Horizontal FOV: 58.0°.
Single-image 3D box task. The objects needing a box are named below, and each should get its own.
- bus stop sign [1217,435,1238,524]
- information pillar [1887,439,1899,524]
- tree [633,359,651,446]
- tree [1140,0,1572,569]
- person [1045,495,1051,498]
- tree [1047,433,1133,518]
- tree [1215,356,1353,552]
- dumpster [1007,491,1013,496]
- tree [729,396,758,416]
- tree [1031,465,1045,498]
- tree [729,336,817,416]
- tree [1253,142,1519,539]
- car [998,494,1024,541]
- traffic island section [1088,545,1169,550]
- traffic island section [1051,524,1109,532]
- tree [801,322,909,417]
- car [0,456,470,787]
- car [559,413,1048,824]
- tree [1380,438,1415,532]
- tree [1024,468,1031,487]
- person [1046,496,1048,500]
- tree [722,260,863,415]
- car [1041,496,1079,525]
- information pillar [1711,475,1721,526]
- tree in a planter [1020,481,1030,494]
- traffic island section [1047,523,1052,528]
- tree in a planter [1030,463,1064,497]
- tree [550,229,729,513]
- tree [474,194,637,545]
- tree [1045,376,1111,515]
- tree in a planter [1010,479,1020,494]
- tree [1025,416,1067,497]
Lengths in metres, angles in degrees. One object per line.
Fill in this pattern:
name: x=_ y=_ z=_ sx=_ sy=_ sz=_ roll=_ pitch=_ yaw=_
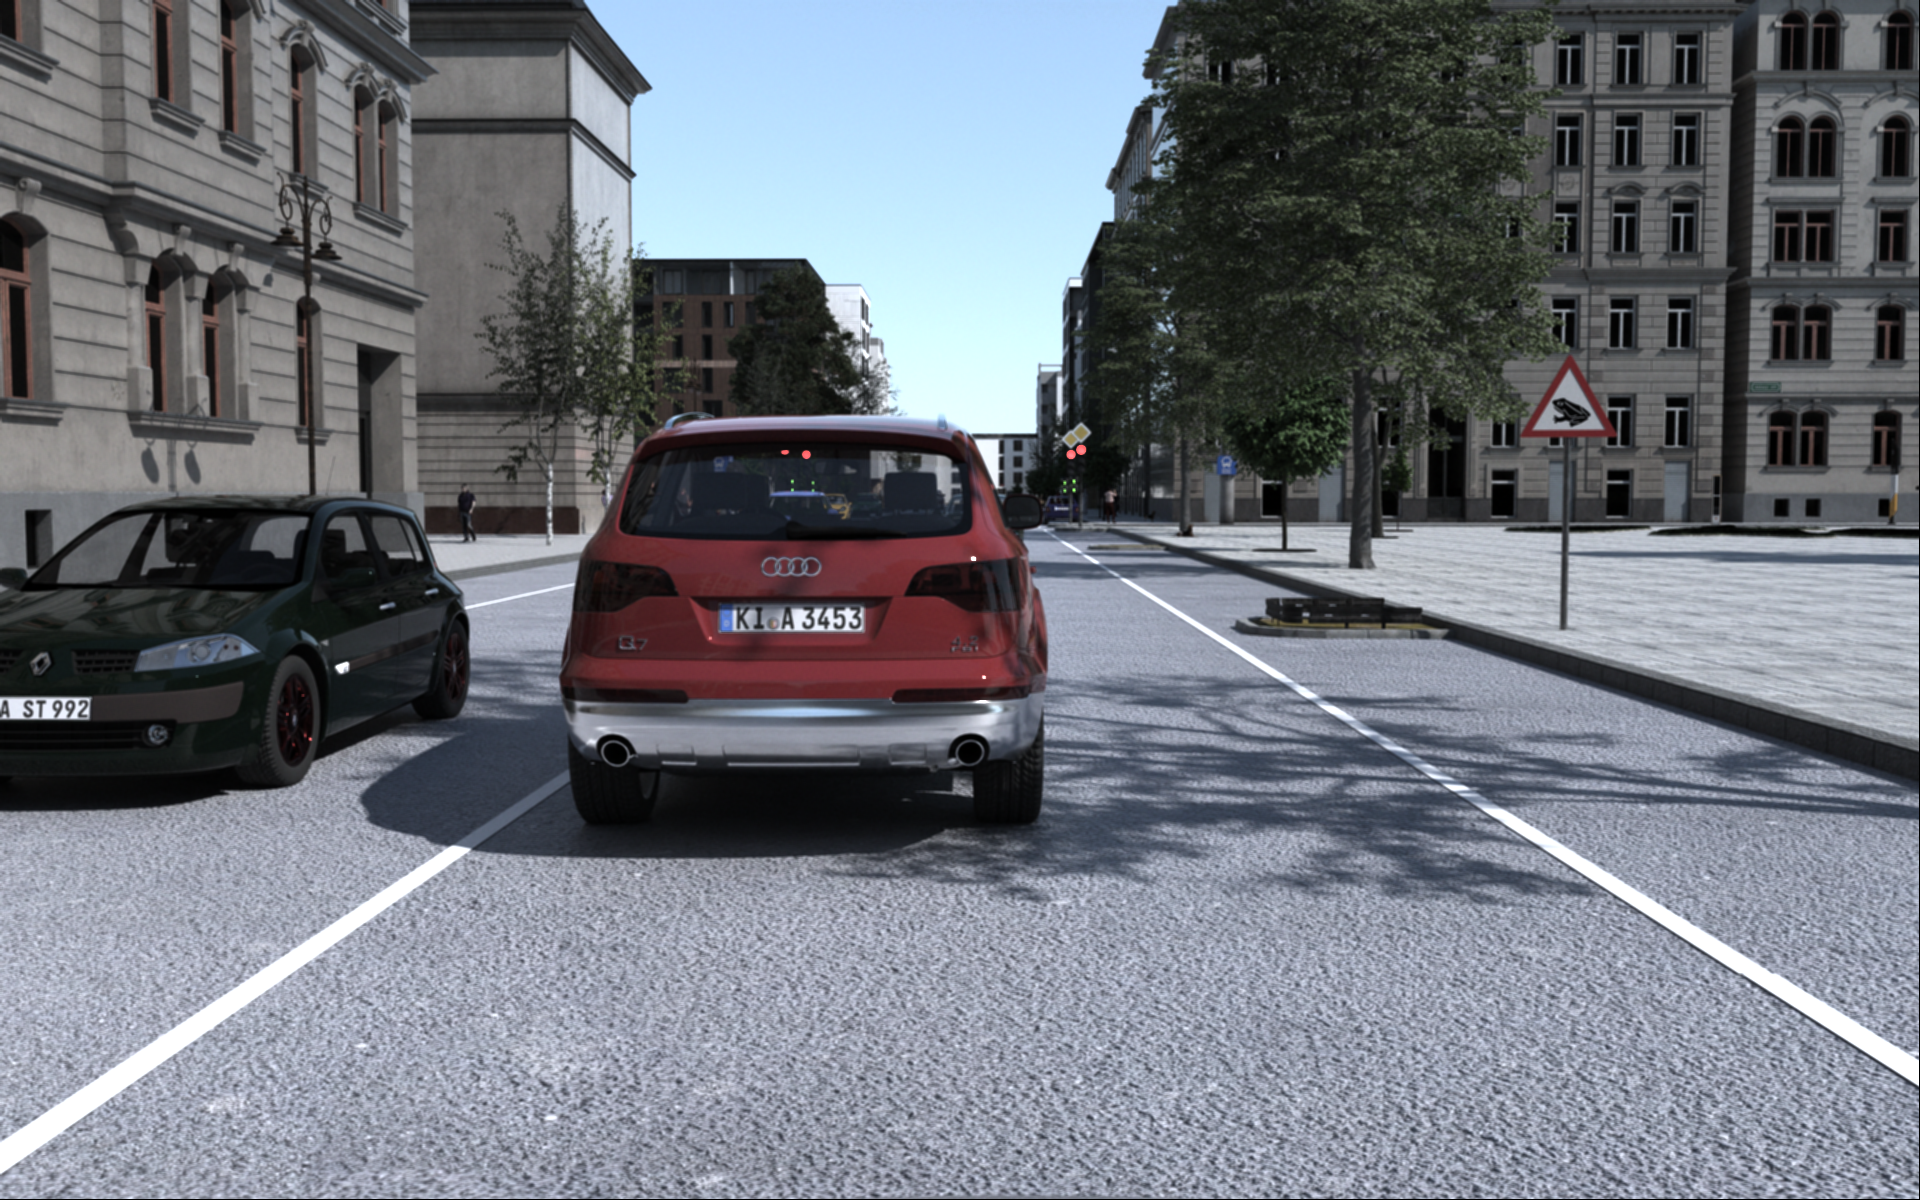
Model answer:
bus stop sign: x=11.448 y=-5.211 z=74.215 sx=0.837 sy=3.901 sz=0.837 roll=1 pitch=4 yaw=11
information pillar: x=39.693 y=-5.031 z=73.611 sx=0.183 sy=3.616 sz=0.504 roll=0 pitch=4 yaw=3
tree: x=-23.690 y=-11.333 z=111.044 sx=9.928 sy=11.665 sz=9.643 roll=0 pitch=3 yaw=0
tree: x=6.500 y=-6.814 z=29.540 sx=7.486 sy=12.596 sz=7.792 roll=0 pitch=3 yaw=0
person: x=8.621 y=-9.567 z=162.459 sx=1.348 sy=1.824 sz=0.705 roll=-1 pitch=4 yaw=-13
tree: x=7.491 y=-6.620 z=91.954 sx=4.285 sy=4.588 sz=4.351 roll=0 pitch=3 yaw=0
tree: x=7.355 y=-3.375 z=38.895 sx=4.285 sy=4.588 sz=4.351 roll=0 pitch=3 yaw=0
dumpster: x=6.768 y=-12.885 z=218.882 sx=1.865 sy=1.857 sz=1.264 roll=0 pitch=4 yaw=2
tree: x=-11.216 y=-9.245 z=101.512 sx=4.737 sy=8.622 sz=4.395 roll=0 pitch=3 yaw=0
tree: x=7.703 y=-8.329 z=119.888 sx=4.285 sy=4.588 sz=4.351 roll=0 pitch=3 yaw=0
tree: x=-8.773 y=-7.963 z=80.561 sx=4.360 sy=8.622 sz=3.978 roll=0 pitch=3 yaw=0
tree: x=12.240 y=-7.613 z=50.227 sx=9.928 sy=11.665 sz=9.643 roll=0 pitch=3 yaw=0
car: x=0.428 y=-1.566 z=37.397 sx=2.131 sy=1.459 sz=4.920 roll=0 pitch=4 yaw=1
traffic island section: x=4.347 y=-1.358 z=45.065 sx=1.991 sy=0.108 sz=1.994 roll=0 pitch=4 yaw=1
traffic island section: x=4.680 y=-2.732 z=66.955 sx=2.009 sy=0.180 sz=2.903 roll=0 pitch=4 yaw=1
tree: x=-8.639 y=-12.833 z=120.191 sx=12.009 sy=13.543 sz=11.850 roll=0 pitch=3 yaw=0
car: x=-4.088 y=0.004 z=9.727 sx=2.009 sy=1.686 sz=4.222 roll=0 pitch=4 yaw=1
car: x=-0.668 y=-0.025 z=9.076 sx=2.281 sy=1.827 sz=5.304 roll=0 pitch=4 yaw=-1
tree: x=15.092 y=-3.967 z=59.460 sx=1.663 sy=3.219 sz=1.824 roll=0 pitch=3 yaw=0
tree: x=8.636 y=-12.616 z=189.984 sx=4.285 sy=4.588 sz=4.351 roll=0 pitch=3 yaw=0
person: x=8.244 y=-9.579 z=163.459 sx=0.445 sy=1.727 sz=0.742 roll=3 pitch=4 yaw=38
tree: x=-9.011 y=-11.348 z=92.966 sx=7.806 sy=13.903 sz=7.818 roll=0 pitch=3 yaw=0
car: x=4.666 y=-4.188 z=81.059 sx=1.945 sy=1.354 sz=3.894 roll=0 pitch=4 yaw=-1
information pillar: x=29.381 y=-3.842 z=67.303 sx=0.304 sy=2.012 sz=0.304 roll=1 pitch=4 yaw=16
tree in a planter: x=5.584 y=-7.924 z=126.785 sx=1.991 sy=3.239 sz=1.994 roll=0 pitch=4 yaw=1
traffic island section: x=4.802 y=-3.221 z=74.939 sx=2.009 sy=0.180 sz=2.903 roll=0 pitch=4 yaw=1
tree in a planter: x=5.182 y=-6.256 z=99.505 sx=1.991 sy=3.239 sz=1.994 roll=0 pitch=4 yaw=1
tree: x=-9.887 y=-6.052 z=49.311 sx=4.737 sy=8.622 sz=4.395 roll=0 pitch=3 yaw=0
tree: x=-10.245 y=-5.685 z=43.308 sx=4.360 sy=8.622 sz=3.978 roll=0 pitch=3 yaw=0
tree: x=7.394 y=-9.485 z=105.439 sx=4.737 sy=8.622 sz=4.395 roll=0 pitch=3 yaw=0
tree in a planter: x=6.763 y=-12.622 z=203.593 sx=1.991 sy=3.239 sz=1.994 roll=0 pitch=4 yaw=1
tree: x=8.229 y=-12.848 z=160.430 sx=4.360 sy=8.622 sz=3.978 roll=0 pitch=3 yaw=0
